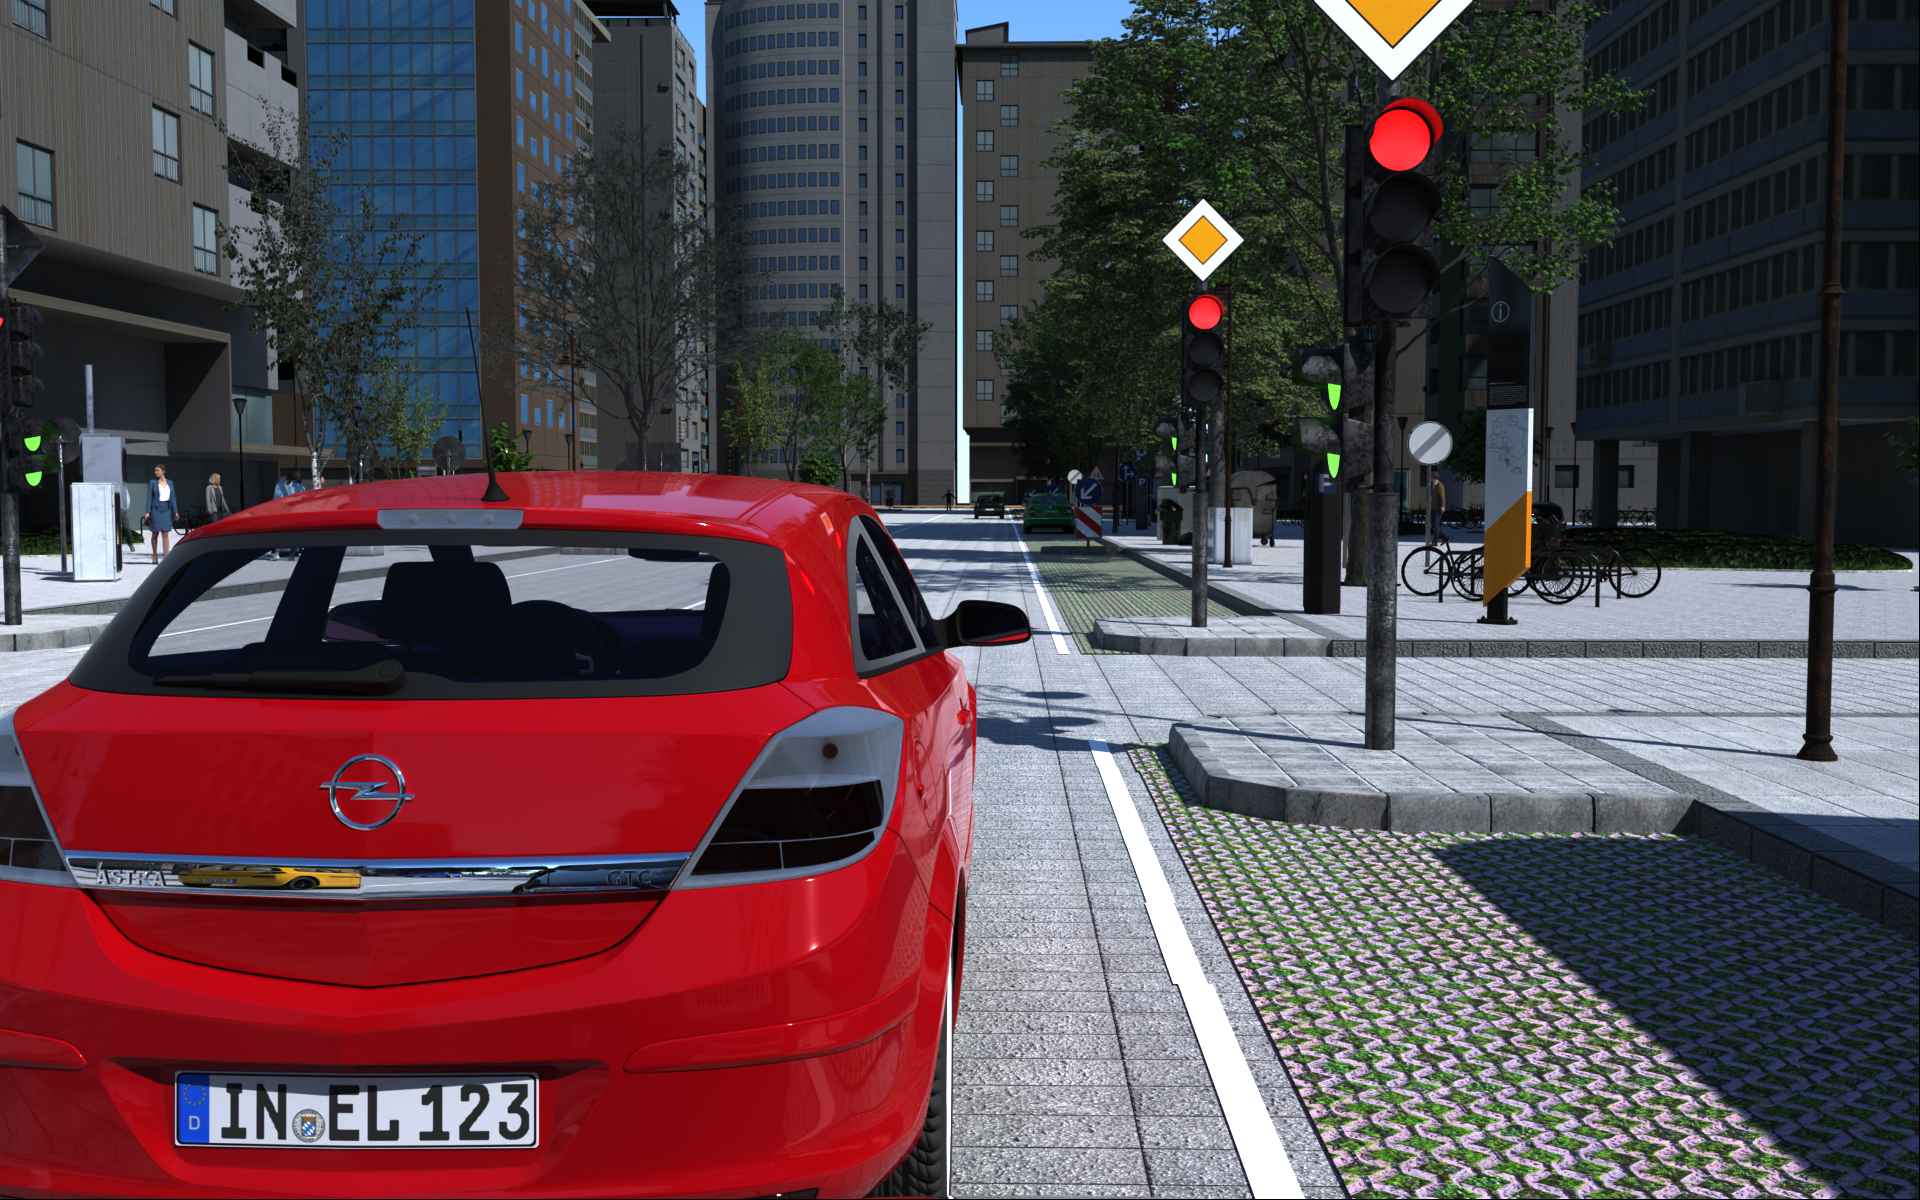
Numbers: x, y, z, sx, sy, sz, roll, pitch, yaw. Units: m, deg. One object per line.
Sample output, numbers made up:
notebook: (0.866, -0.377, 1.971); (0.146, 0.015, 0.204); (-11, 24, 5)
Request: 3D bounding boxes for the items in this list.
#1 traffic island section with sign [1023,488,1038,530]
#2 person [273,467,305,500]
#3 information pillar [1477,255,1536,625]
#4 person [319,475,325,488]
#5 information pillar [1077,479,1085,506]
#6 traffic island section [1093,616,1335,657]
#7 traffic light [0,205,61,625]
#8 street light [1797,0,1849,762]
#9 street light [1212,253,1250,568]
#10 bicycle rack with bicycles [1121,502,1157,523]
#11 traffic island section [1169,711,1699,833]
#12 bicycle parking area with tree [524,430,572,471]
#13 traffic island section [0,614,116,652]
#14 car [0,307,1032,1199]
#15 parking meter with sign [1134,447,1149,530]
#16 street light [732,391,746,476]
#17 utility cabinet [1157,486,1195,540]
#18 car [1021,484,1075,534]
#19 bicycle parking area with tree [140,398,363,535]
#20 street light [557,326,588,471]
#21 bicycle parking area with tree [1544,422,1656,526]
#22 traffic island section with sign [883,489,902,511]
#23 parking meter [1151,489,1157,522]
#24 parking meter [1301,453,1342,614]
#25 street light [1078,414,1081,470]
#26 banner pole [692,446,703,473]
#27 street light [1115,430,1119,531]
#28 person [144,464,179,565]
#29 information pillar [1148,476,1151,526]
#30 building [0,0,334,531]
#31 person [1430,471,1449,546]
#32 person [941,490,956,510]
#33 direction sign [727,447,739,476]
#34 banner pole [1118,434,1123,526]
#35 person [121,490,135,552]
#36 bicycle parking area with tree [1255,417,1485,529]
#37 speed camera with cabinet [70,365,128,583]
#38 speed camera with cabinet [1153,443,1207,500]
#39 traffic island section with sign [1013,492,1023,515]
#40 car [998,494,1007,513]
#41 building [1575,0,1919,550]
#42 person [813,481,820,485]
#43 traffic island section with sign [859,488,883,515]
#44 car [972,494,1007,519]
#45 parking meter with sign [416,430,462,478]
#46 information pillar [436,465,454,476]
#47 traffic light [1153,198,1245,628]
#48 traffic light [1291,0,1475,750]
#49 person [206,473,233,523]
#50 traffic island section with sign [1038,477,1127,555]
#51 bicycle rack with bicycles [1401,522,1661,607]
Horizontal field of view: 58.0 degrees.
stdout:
traffic island section with sign: (3.584, -3.664, 68.542); (1.989, 1.847, 2.006); (0, 4, 1)
person: (-12.908, -1.647, 33.244); (0.793, 1.790, 0.793); (3, 5, 44)
information pillar: (5.357, -1.564, 16.932); (0.183, 3.616, 0.504); (-3, 5, -39)
person: (-18.150, -2.613, 48.790); (0.620, 1.820, 0.660); (-1, 4, -21)
information pillar: (5.977, -4.955, 85.499); (0.304, 2.012, 0.304); (-2, 4, -30)
traffic island section: (2.331, 0.340, 16.718); (2.009, 0.180, 2.903); (0, 4, 1)
traffic light: (-9.267, -1.709, 16.867); (0.839, 4.253, 0.868); (0, 4, 1)
street light: (4.151, -2.166, 8.209); (0.468, 5.910, 1.993); (0, 4, 1)
street light: (4.679, -3.506, 30.110); (0.468, 5.910, 1.993); (0, 4, 1)
bicycle rack with bicycles: (8.819, -4.011, 78.970); (2.852, 0.926, 2.925); (3, 5, 44)
traffic island section: (2.138, 0.828, 8.735); (2.009, 0.180, 2.903); (0, 4, 1)
bicycle parking area with tree: (-19.265, -5.728, 80.660); (9.016, 4.147, 8.231); (1, 4, 21)
traffic island section: (-9.307, 0.323, 17.003); (2.009, 0.180, 2.903); (0, 4, 1)
car: (-0.869, 0.261, 4.777); (2.155, 1.783, 4.494); (0, 4, 1)
parking meter with sign: (6.588, -4.075, 62.888); (0.543, 3.016, 1.738); (0, 4, 6)
street light: (-9.966, -6.446, 78.172); (0.468, 5.910, 1.993); (0, 4, 1)
utility cabinet: (5.989, -2.377, 47.536); (1.173, 1.500, 0.318); (3, 4, 37)
car: (3.219, -3.332, 63.280); (1.959, 1.807, 4.718); (0, 4, 1)
bicycle parking area with tree: (-20.568, -4.121, 54.388); (9.016, 4.147, 8.231); (2, 4, 33)
street light: (-10.647, -4.583, 47.719); (0.468, 5.910, 1.993); (0, 4, 1)
bicycle parking area with tree: (25.029, -5.176, 71.624); (9.016, 4.147, 8.231); (1, 4, 21)
traffic island section with sign: (-5.864, -8.382, 145.672); (1.989, 1.847, 2.006); (0, 4, 1)
parking meter: (9.108, -4.422, 80.704); (0.372, 1.533, 0.369); (0, 3, 0)
parking meter: (3.875, -0.787, 18.583); (0.399, 1.863, 0.255); (0, 4, -2)
street light: (6.239, -7.244, 91.219); (0.468, 5.910, 1.993); (0, 4, 1)
banner pole: (-13.715, -6.166, 90.826); (0.863, 3.779, 0.401); (2, 4, 29)
street light: (5.496, -5.382, 60.778); (0.468, 5.910, 1.993); (0, 4, 1)
person: (-14.465, -1.547, 31.366); (0.581, 1.822, 0.654); (-2, 4, -28)
information pillar: (7.465, -3.961, 69.257); (0.304, 2.012, 0.304); (0, 4, -6)
building: (-39.305, -28.558, 56.159); (28.713, 52.752, 27.495); (0, 4, 1)
person: (11.749, -2.244, 42.648); (0.836, 1.842, 0.656); (-3, 4, -36)
person: (-0.984, -8.777, 152.028); (1.348, 1.821, 0.705); (0, 4, 1)
direction sign: (-10.888, -5.586, 83.326); (0.876, 3.537, 0.379); (3, 4, 37)
banner pole: (6.357, -4.859, 69.460); (0.401, 3.779, 0.863); (0, 4, 7)
person: (-18.761, -1.947, 38.365); (0.782, 1.767, 0.515); (0, 4, -6)
bicycle parking area with tree: (16.554, -4.891, 66.978); (9.016, 4.147, 8.231); (1, 4, 20)
speed camera with cabinet: (-12.908, -1.936, 25.995); (0.660, 3.252, 2.038); (-1, 4, -20)
speed camera with cabinet: (8.390, -4.380, 65.949); (2.038, 3.252, 0.660); (2, 4, 34)
traffic island section with sign: (4.803, -6.732, 118.700); (1.989, 1.847, 2.006); (0, 4, 1)
car: (2.286, -6.914, 124.842); (2.131, 1.459, 4.920); (0, 4, 3)
building: (31.222, -21.584, 44.775); (23.993, 40.220, 32.217); (0, 4, 1)
person: (-4.231, -2.643, 51.736); (0.654, 1.822, 0.581); (-1, 4, -11)
traffic island section with sign: (-6.526, -6.734, 118.725); (1.989, 1.847, 2.006); (0, 4, 1)
car: (1.685, -5.509, 99.866); (2.009, 1.686, 4.222); (0, 4, 1)
parking meter with sign: (-14.392, -3.103, 46.993); (1.738, 3.016, 0.543); (-1, 4, -16)
information pillar: (-12.024, -2.201, 40.475); (0.304, 2.012, 0.304); (2, 4, 33)
traffic light: (2.291, -1.693, 16.605); (0.839, 4.253, 0.868); (0, 4, 1)
traffic light: (2.098, -1.205, 8.622); (0.839, 4.253, 0.868); (0, 4, 1)
person: (-18.745, -2.292, 43.703); (0.728, 1.800, 0.709); (2, 4, 25)
traffic island section with sign: (2.944, -2.016, 41.594); (1.989, 1.847, 2.006); (0, 4, 1)
bicycle rack with bicycles: (6.794, -0.466, 20.999); (2.925, 0.926, 2.852); (2, 4, 29)
